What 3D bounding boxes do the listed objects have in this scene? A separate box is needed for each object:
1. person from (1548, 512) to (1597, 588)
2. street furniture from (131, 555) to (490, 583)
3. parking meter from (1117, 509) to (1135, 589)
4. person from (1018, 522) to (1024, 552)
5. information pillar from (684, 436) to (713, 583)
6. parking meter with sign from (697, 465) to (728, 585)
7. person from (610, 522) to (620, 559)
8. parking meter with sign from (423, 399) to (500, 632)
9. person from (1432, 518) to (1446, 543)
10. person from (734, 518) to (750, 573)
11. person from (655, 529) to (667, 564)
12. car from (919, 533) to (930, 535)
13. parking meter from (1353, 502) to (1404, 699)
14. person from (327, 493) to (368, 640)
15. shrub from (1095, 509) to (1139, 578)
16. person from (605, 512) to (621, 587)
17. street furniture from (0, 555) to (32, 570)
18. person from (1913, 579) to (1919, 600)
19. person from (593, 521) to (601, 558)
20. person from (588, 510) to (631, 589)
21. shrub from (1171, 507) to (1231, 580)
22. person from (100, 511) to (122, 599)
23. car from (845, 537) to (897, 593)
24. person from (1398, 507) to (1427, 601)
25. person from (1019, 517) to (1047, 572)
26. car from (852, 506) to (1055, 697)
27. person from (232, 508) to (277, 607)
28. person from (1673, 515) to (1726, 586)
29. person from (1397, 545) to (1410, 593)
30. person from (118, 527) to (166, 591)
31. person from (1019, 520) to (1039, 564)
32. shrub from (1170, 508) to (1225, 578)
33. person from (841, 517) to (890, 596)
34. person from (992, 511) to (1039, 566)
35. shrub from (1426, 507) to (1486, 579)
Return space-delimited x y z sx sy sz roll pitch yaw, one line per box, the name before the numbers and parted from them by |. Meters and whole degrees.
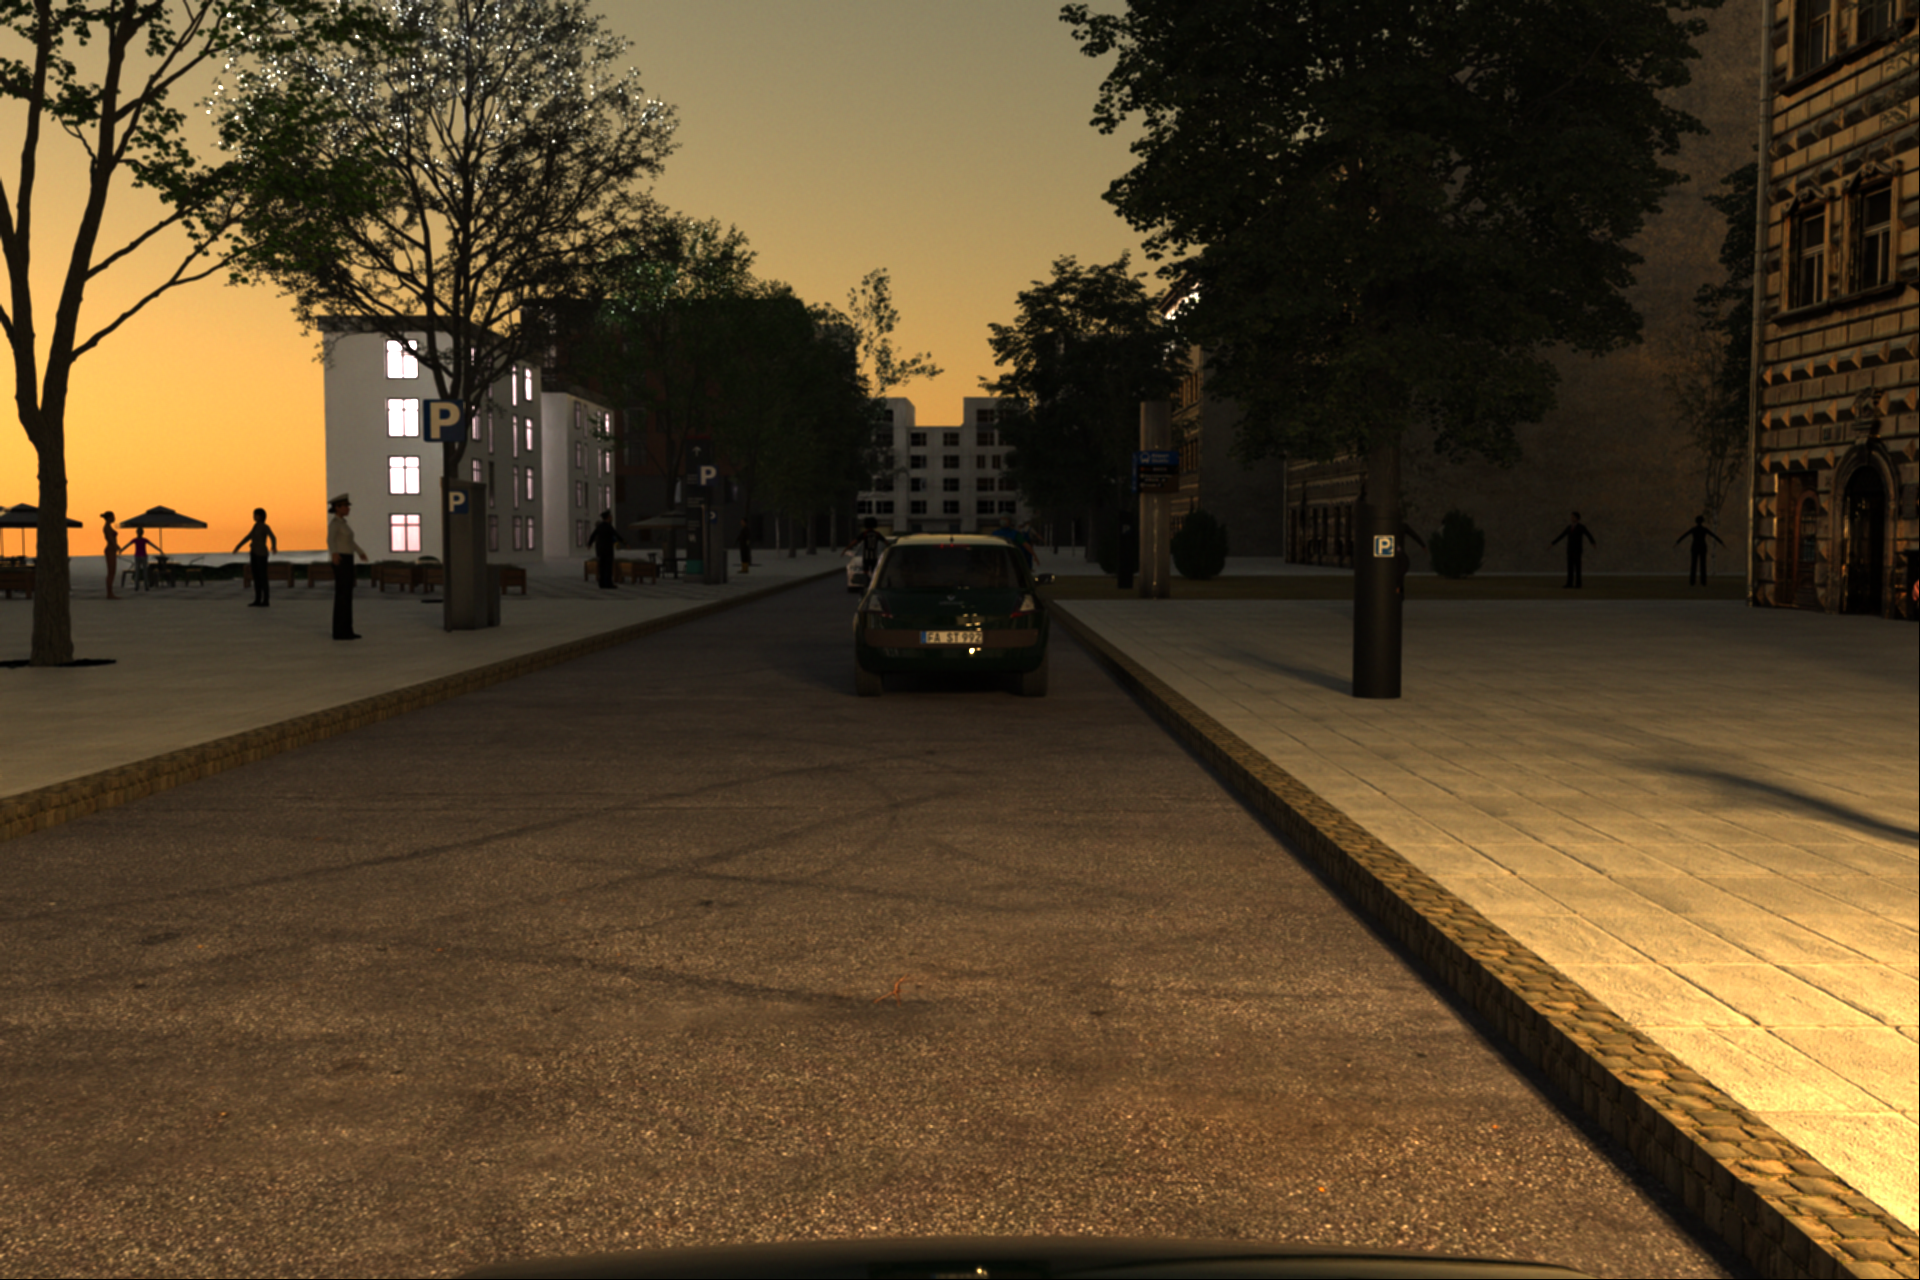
person | 14.541 -2.131 41.033 0.705 1.806 1.347 -2 4 -33
street furniture | -18.012 -2.073 49.516 10.072 0.657 5.734 -1 4 -19
parking meter | 3.909 -2.142 40.735 0.399 1.863 0.255 0 4 0
person | 2.360 -3.861 69.596 0.721 1.772 1.216 0 4 -7
information pillar | -6.901 -3.454 45.856 0.750 3.857 0.750 0 4 -1
parking meter with sign | -6.297 -2.944 44.392 0.543 3.016 1.738 0 4 2
person | -14.878 -4.114 73.485 0.704 1.802 1.346 2 4 32
parking meter with sign | -6.649 -1.655 23.324 0.543 3.016 1.738 0 4 1
person | 16.003 -3.111 57.050 0.705 1.806 1.347 -2 4 -35
person | -7.096 -3.094 56.725 0.704 1.812 1.346 -2 4 -26
person | -11.888 -3.889 69.849 0.705 1.796 1.348 -3 4 -38
car | -2.897 -7.679 134.593 2.155 1.783 4.494 0 3 0
parking meter | 3.284 -0.318 13.607 0.372 1.533 0.369 0 3 0
person | -7.458 -0.898 21.138 0.721 1.778 1.216 0 4 -3
shrub | 4.781 -2.857 51.126 1.690 2.028 1.600 0 3 0
person | -8.531 -2.210 42.104 0.705 1.833 1.349 -2 4 -26
street furniture | -31.860 -2.800 52.634 9.812 1.723 11.010 1 4 9
person | 3.916 -0.010 6.652 0.568 1.767 0.683 -1 4 -8
person | -14.510 -3.869 69.391 0.705 1.813 1.348 0 3 0
person | -8.281 -2.123 40.641 1.347 1.837 0.705 2 4 33
shrub | 6.697 -2.674 48.139 1.690 2.028 1.600 0 3 0
person | -16.753 -1.684 34.339 0.721 1.733 1.217 -2 4 -31
car | -1.826 -1.926 43.856 2.083 1.381 4.827 0 4 0
person | 8.287 -1.644 33.057 1.348 1.807 0.705 0 4 -4
person | 2.307 -3.231 58.681 1.347 1.847 0.705 2 4 28
car | -0.066 -0.419 16.630 2.009 1.686 4.222 0 4 0
person | -12.457 -1.460 30.637 1.215 1.744 0.721 2 4 34
person | 18.313 -2.213 42.900 1.216 1.740 0.721 2 4 29
person | 5.812 -0.884 23.732 0.697 1.427 0.421 0 4 -2
person | -18.368 -1.810 38.863 0.991 1.433 0.599 -1 4 -16
person | 2.685 -4.000 71.185 1.354 1.856 0.705 -3 5 -43
shrub | 6.914 -2.847 50.591 1.661 2.075 1.752 0 3 0
person | -2.080 -1.923 40.035 1.345 1.843 0.704 -1 4 -17
person | 0.751 -1.267 29.302 1.347 1.817 0.704 2 4 26
shrub | 14.144 -2.774 49.392 1.661 2.075 1.752 0 3 0
